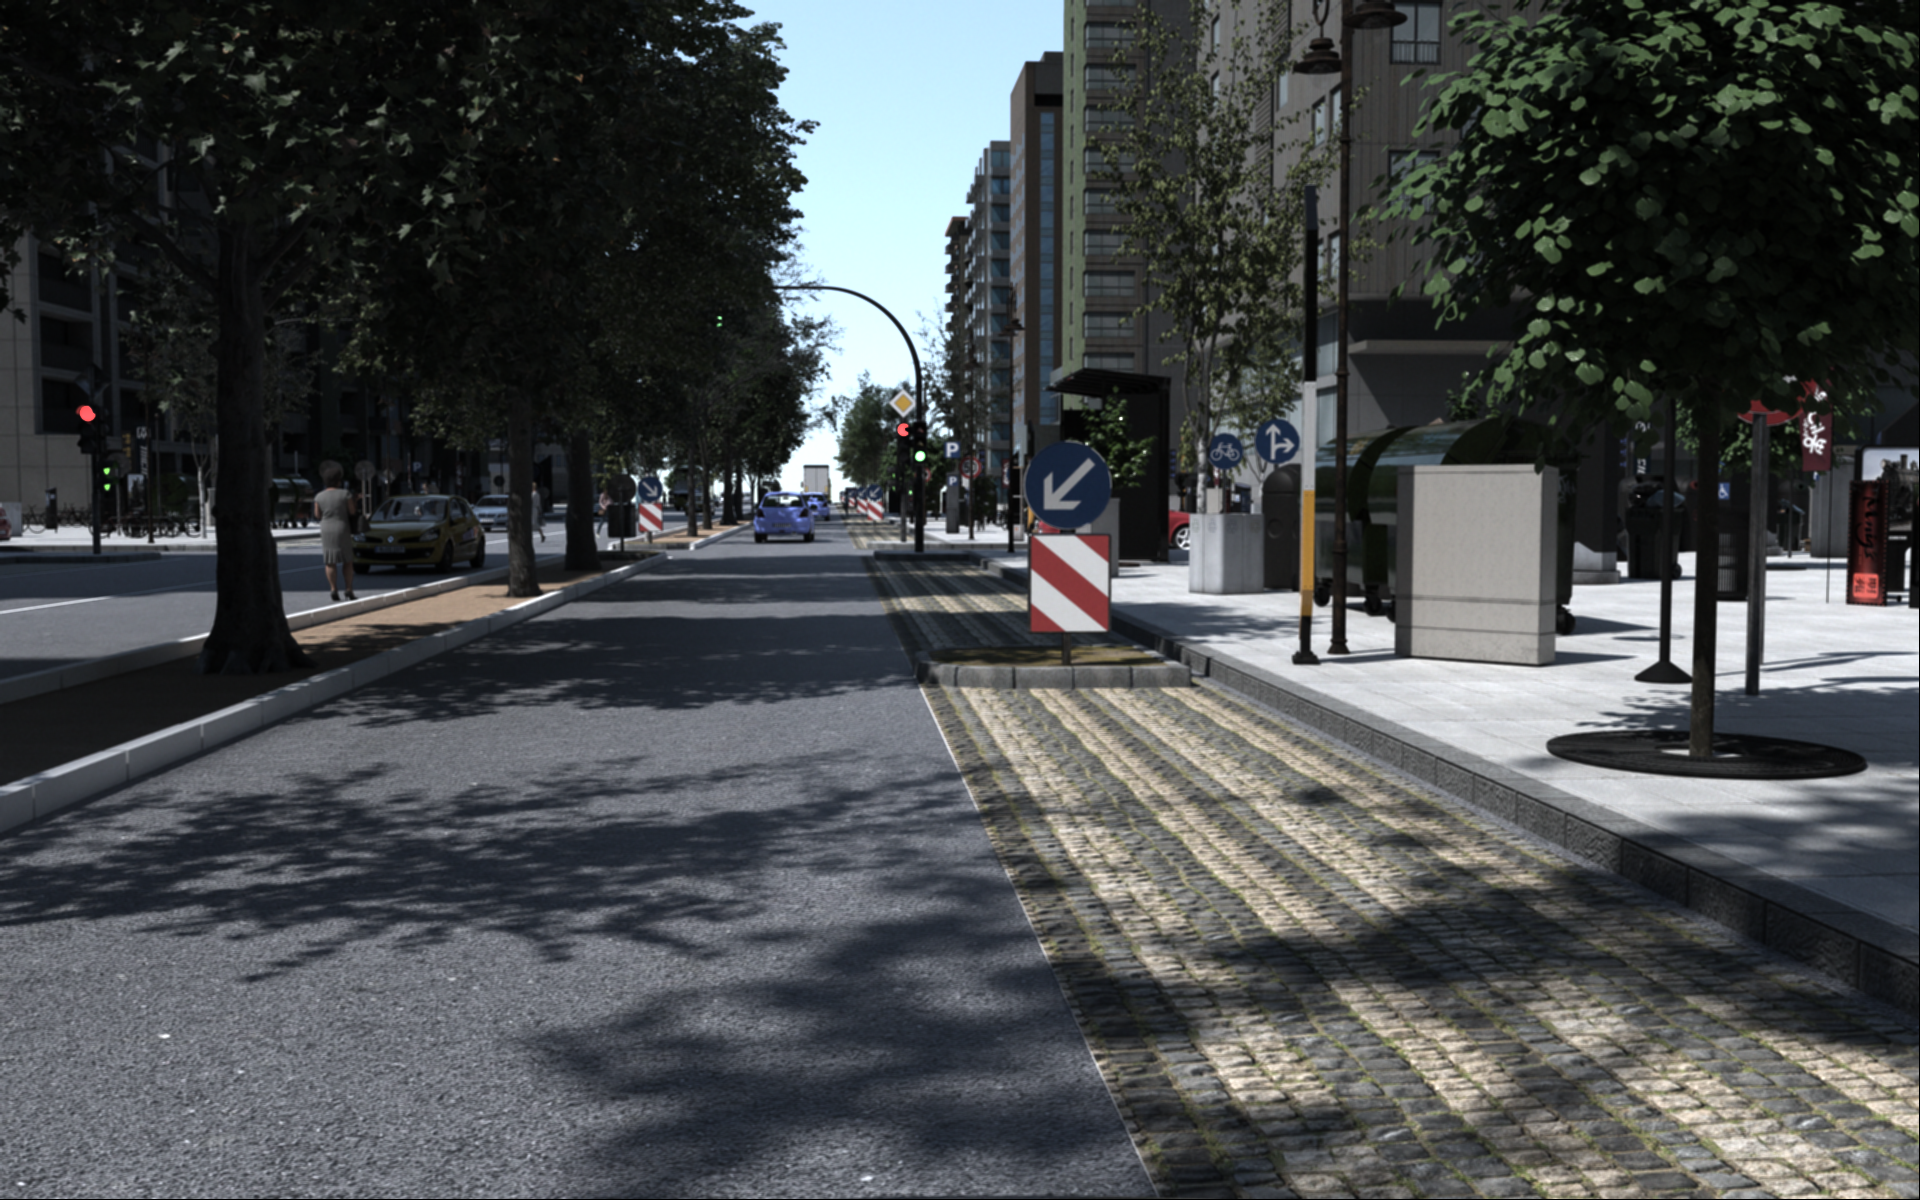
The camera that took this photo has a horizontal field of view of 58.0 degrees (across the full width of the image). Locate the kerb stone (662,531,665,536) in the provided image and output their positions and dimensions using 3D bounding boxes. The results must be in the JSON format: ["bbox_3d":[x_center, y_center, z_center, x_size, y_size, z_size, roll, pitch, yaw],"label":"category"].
[{"bbox_3d":[-10.002,-2.162,57.583,0.120,0.150,1.000,0,4,-4],"label":"kerb stone"}]

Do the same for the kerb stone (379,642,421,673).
[{"bbox_3d":[-4.644,0.485,14.287,0.120,0.150,1.000,0,4,-4],"label":"kerb stone"}]

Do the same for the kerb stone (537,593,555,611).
[{"bbox_3d":[-5.186,0.045,21.462,0.120,0.150,1.000,0,4,-4],"label":"kerb stone"}]

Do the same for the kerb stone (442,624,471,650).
[{"bbox_3d":[-4.799,0.363,16.337,0.120,0.150,1.000,0,4,-4],"label":"kerb stone"}]

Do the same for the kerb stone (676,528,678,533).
[{"bbox_3d":[-10.387,-2.477,62.691,0.120,0.150,1.000,0,4,-4],"label":"kerb stone"}]

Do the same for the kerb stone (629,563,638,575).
[{"bbox_3d":[-5.872,-0.518,30.667,0.120,0.150,1.000,0,4,-4],"label":"kerb stone"}]

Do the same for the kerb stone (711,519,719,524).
[{"bbox_3d":[-12.083,-3.852,85.221,0.120,0.150,1.000,0,4,-4],"label":"kerb stone"}]

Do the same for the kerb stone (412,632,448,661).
[{"bbox_3d":[-4.726,0.421,15.312,0.120,0.150,1.000,0,4,-4],"label":"kerb stone"}]

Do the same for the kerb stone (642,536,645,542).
[{"bbox_3d":[-9.537,-1.788,51.459,0.120,0.150,1.000,0,4,-4],"label":"kerb stone"}]

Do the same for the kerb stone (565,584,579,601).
[{"bbox_3d":[-5.339,-0.080,23.509,0.120,0.150,1.000,0,4,-4],"label":"kerb stone"}]

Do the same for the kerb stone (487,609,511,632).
[{"bbox_3d":[-4.951,0.236,18.392,0.120,0.150,1.000,0,4,-4],"label":"kerb stone"}]

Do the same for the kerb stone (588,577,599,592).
[{"bbox_3d":[-5.492,-0.203,25.555,0.120,0.150,1.000,0,4,-4],"label":"kerb stone"}]

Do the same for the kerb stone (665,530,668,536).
[{"bbox_3d":[-10.081,-2.227,58.607,0.120,0.150,1.000,0,4,-4],"label":"kerb stone"}]

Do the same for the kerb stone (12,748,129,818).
[{"bbox_3d":[-4.186,0.859,8.147,0.120,0.150,1.000,0,4,-4],"label":"kerb stone"}]

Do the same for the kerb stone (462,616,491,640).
[{"bbox_3d":[-4.886,0.296,17.356,0.120,0.150,1.000,0,4,-4],"label":"kerb stone"}]

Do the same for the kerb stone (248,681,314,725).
[{"bbox_3d":[-4.414,0.671,11.221,0.120,0.150,1.000,0,4,-4],"label":"kerb stone"}]

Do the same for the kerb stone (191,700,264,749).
[{"bbox_3d":[-4.337,0.738,10.197,0.120,0.150,1.000,0,4,-4],"label":"kerb stone"}]

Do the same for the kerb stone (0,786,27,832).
[{"bbox_3d":[-4.107,0.922,7.128,0.120,0.150,1.000,0,4,-4],"label":"kerb stone"}]

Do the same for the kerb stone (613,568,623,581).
[{"bbox_3d":[-5.727,-0.393,28.621,0.120,0.150,1.000,0,4,-4],"label":"kerb stone"}]

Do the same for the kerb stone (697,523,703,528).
[{"bbox_3d":[-11.386,-3.290,76.003,0.120,0.150,1.000,0,4,-4],"label":"kerb stone"}]

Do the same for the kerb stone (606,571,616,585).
[{"bbox_3d":[-5.639,-0.328,27.597,0.120,0.150,1.000,0,4,-4],"label":"kerb stone"}]

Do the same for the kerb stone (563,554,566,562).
[{"bbox_3d":[-8.433,-0.883,36.654,0.120,0.150,1.000,0,4,-4],"label":"kerb stone"}]

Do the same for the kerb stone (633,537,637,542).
[{"bbox_3d":[-9.393,-1.658,49.418,0.120,0.150,1.000,0,4,-4],"label":"kerb stone"}]

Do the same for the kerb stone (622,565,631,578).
[{"bbox_3d":[-5.793,-0.455,29.641,0.120,0.150,1.000,0,4,-4],"label":"kerb stone"}]

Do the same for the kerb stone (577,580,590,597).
[{"bbox_3d":[-5.405,-0.143,24.530,0.120,0.150,1.000,0,4,-4],"label":"kerb stone"}]

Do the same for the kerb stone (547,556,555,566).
[{"bbox_3d":[-8.279,-0.759,34.608,0.120,0.150,1.000,0,4,-4],"label":"kerb stone"}]

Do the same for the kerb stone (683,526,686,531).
[{"bbox_3d":[-10.619,-2.664,65.755,0.120,0.150,1.000,0,4,-4],"label":"kerb stone"}]

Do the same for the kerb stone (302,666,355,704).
[{"bbox_3d":[-4.493,0.609,12.241,0.120,0.150,1.000,0,4,-4],"label":"kerb stone"}]

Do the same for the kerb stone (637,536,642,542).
[{"bbox_3d":[-9.464,-1.725,50.437,0.120,0.150,1.000,0,4,-4],"label":"kerb stone"}]

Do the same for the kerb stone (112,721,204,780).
[{"bbox_3d":[-4.261,0.797,9.170,0.120,0.150,1.000,0,4,-4],"label":"kerb stone"}]

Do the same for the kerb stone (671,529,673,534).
[{"bbox_3d":[-10.231,-2.352,60.653,0.120,0.150,1.000,0,4,-4],"label":"kerb stone"}]

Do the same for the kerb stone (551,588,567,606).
[{"bbox_3d":[-5.269,-0.018,22.487,0.120,0.150,1.000,0,4,-4],"label":"kerb stone"}]

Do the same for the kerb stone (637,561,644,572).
[{"bbox_3d":[-5.947,-0.576,31.687,0.120,0.150,1.000,0,4,-4],"label":"kerb stone"}]

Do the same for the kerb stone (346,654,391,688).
[{"bbox_3d":[-4.567,0.551,13.268,0.120,0.150,1.000,0,4,-4],"label":"kerb stone"}]

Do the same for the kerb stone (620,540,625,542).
[{"bbox_3d":[-9.158,-1.477,46.347,0.120,0.150,1.000,0,4,-4],"label":"kerb stone"}]

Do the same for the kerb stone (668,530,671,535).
[{"bbox_3d":[-10.156,-2.289,59.626,0.120,0.150,1.000,0,4,-4],"label":"kerb stone"}]

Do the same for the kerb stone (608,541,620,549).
[{"bbox_3d":[-9.084,-1.415,45.327,0.120,0.150,1.000,0,4,-4],"label":"kerb stone"}]

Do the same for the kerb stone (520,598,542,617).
[{"bbox_3d":[-5.106,0.109,20.431,0.120,0.150,1.000,0,4,-4],"label":"kerb stone"}]

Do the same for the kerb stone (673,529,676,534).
[{"bbox_3d":[-10.312,-2.408,61.673,0.120,0.150,1.000,0,4,-4],"label":"kerb stone"}]

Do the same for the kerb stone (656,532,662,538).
[{"bbox_3d":[-9.935,-2.102,56.562,0.120,0.150,1.000,0,4,-4],"label":"kerb stone"}]

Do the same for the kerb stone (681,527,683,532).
[{"bbox_3d":[-10.541,-2.601,64.729,0.120,0.150,1.000,0,4,-4],"label":"kerb stone"}]

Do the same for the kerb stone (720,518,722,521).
[{"bbox_3d":[-12.232,-3.979,87.259,0.120,0.150,1.000,0,4,-4],"label":"kerb stone"}]

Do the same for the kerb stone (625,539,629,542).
[{"bbox_3d":[-9.231,-1.539,47.366,0.120,0.150,1.000,0,4,-4],"label":"kerb stone"}]

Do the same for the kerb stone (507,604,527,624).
[{"bbox_3d":[-5.031,0.176,19.411,0.120,0.150,1.000,0,4,-4],"label":"kerb stone"}]

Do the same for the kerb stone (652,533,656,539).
[{"bbox_3d":[-9.774,-1.974,54.520,0.120,0.150,1.000,0,4,-4],"label":"kerb stone"}]

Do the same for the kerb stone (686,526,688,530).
[{"bbox_3d":[-10.697,-2.727,66.774,0.120,0.150,1.000,0,4,-4],"label":"kerb stone"}]

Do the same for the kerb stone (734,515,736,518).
[{"bbox_3d":[-13.690,-5.167,106.700,0.120,0.150,1.000,0,4,-4],"label":"kerb stone"}]

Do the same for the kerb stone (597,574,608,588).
[{"bbox_3d":[-5.570,-0.267,26.577,0.120,0.150,1.000,0,4,-4],"label":"kerb stone"}]

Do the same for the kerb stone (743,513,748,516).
[{"bbox_3d":[-14.528,-5.857,117.950,0.120,0.150,1.000,0,4,-4],"label":"kerb stone"}]

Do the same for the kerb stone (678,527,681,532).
[{"bbox_3d":[-10.456,-2.539,63.711,0.120,0.150,1.000,0,4,-4],"label":"kerb stone"}]

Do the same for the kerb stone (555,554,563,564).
[{"bbox_3d":[-8.352,-0.820,35.628,0.120,0.150,1.000,0,4,-4],"label":"kerb stone"}]

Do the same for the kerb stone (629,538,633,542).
[{"bbox_3d":[-9.319,-1.602,48.387,0.120,0.150,1.000,0,4,-4],"label":"kerb stone"}]
